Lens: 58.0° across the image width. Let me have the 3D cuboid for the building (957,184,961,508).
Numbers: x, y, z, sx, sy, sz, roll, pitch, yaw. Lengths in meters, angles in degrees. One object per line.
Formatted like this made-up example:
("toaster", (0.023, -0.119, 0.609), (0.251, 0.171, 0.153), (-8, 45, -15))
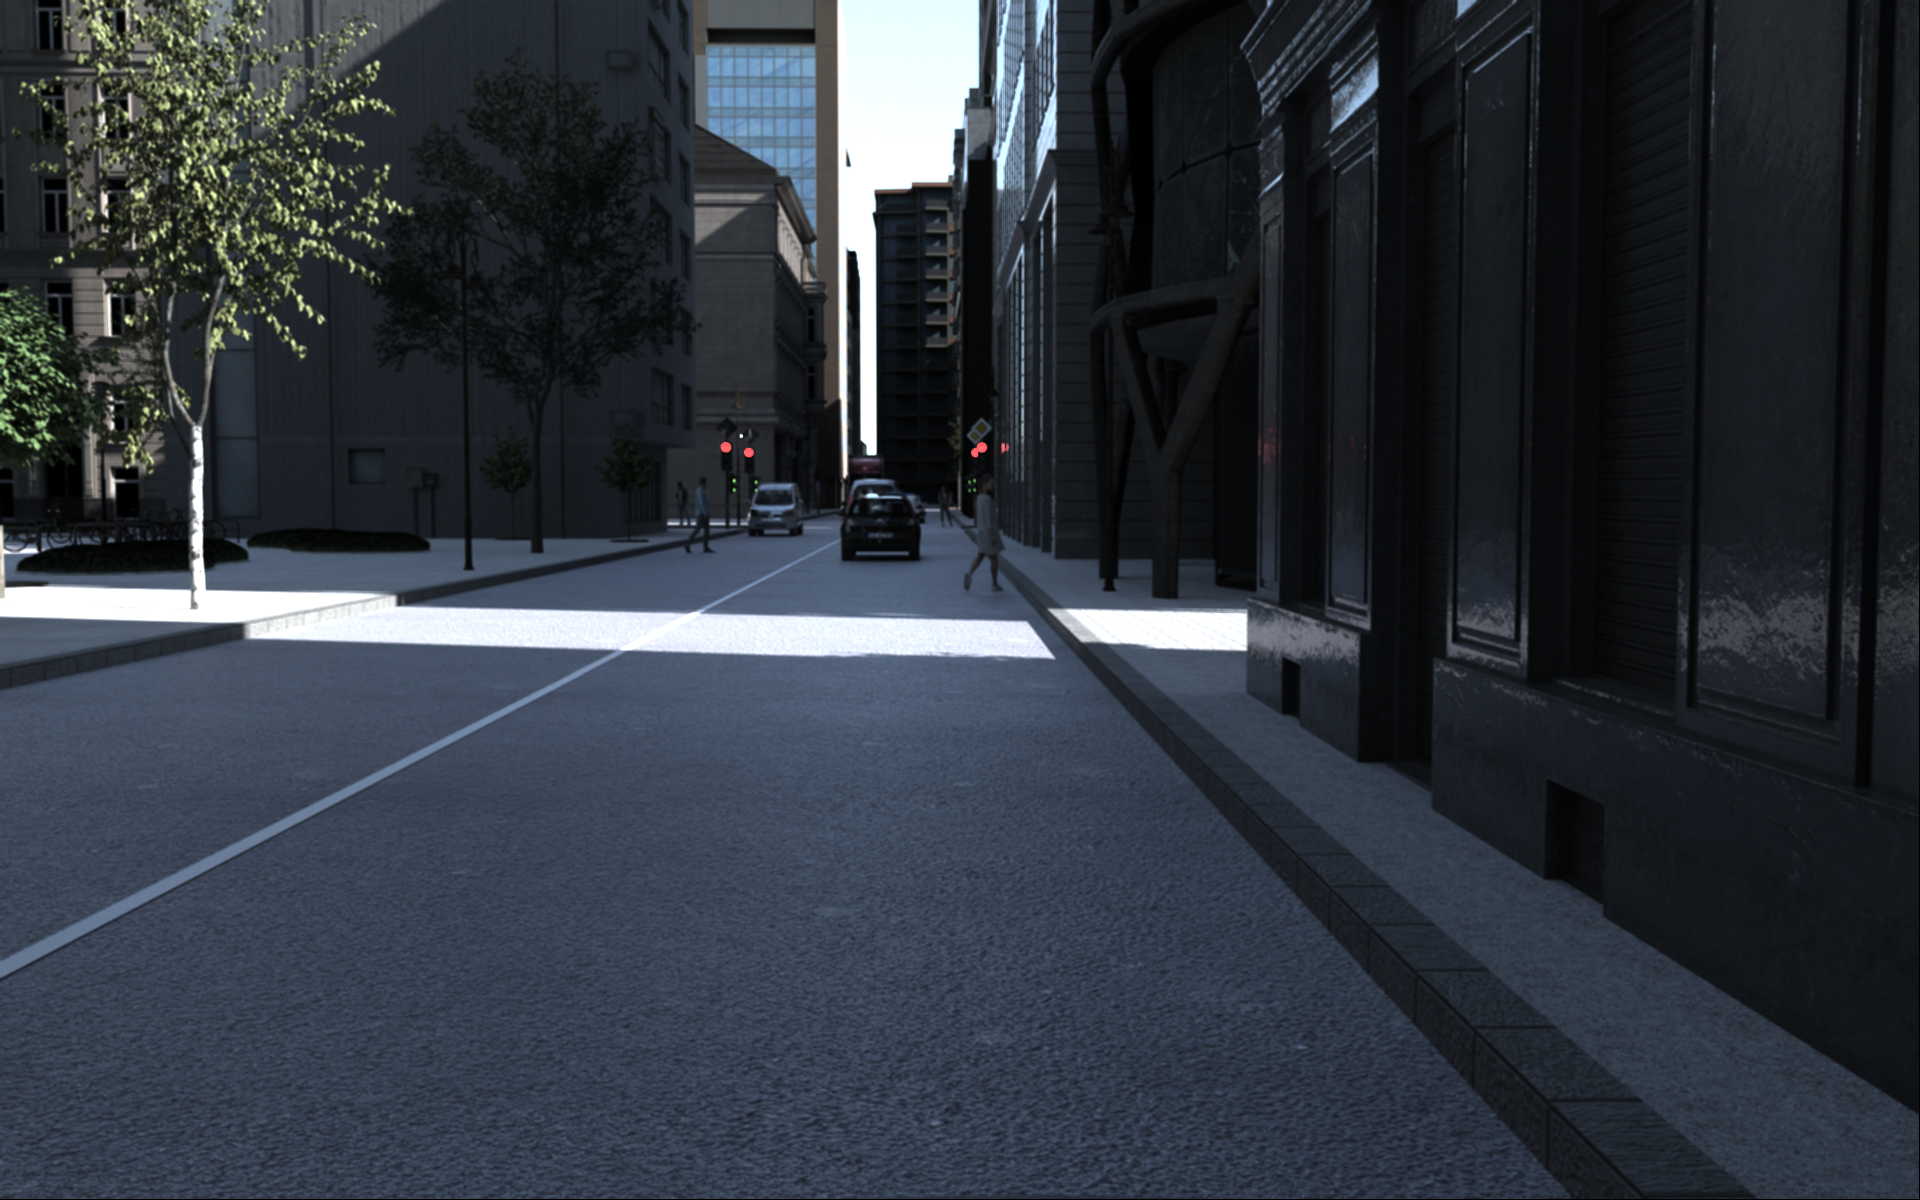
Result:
("building", (6.720, -23.998, 164.069), (14.160, 30.474, 14.107), (0, 4, -1))

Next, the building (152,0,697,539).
("building", (-16.033, -22.738, 55.365), (14.086, 41.232, 14.154), (0, 4, -1))

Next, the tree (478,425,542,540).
("tree", (-12.675, -3.299, 48.543), (1.663, 3.219, 1.824), (0, 3, 0))

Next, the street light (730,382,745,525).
("street light", (-9.194, -6.054, 71.773), (0.468, 5.910, 1.993), (0, 4, -1))

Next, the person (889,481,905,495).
("person", (-1.751, -2.413, 48.292), (0.601, 1.785, 0.444), (0, 4, -6))

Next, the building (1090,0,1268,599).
("building", (10.239, -9.633, 24.946), (16.820, 18.784, 16.811), (0, 4, -1))

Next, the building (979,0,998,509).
("building", (23.173, -18.505, 78.970), (44.131, 29.872, 17.030), (0, 4, -1))

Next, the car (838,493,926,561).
("car", (-1.754, -1.771, 38.741), (2.009, 1.686, 4.222), (0, 4, -2))

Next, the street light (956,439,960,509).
("street light", (-0.202, -10.607, 146.216), (0.468, 5.910, 1.993), (0, 4, -1))

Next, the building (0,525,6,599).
("building", (-25.270, -9.839, 5.913), (27.650, 21.520, 28.899), (0, 4, -1))

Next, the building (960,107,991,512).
("building", (6.227, -18.233, 116.129), (12.078, 24.808, 19.932), (0, 4, -1))

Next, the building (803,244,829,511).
("building", (-17.131, -18.941, 128.771), (14.460, 24.649, 34.723), (0, 4, -1))

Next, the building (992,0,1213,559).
("building", (6.986, -16.543, 47.973), (11.434, 29.767, 29.804), (0, 4, -1))

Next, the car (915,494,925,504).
("car", (-4.800, -10.786, 188.351), (2.014, 1.417, 4.499), (0, 4, 1))

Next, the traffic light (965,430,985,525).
("traffic light", (0.631, -5.046, 71.424), (0.839, 4.253, 0.868), (0, 4, -1))

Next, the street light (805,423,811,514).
("street light", (-9.871, -8.537, 112.360), (0.468, 5.910, 1.993), (0, 4, -1))

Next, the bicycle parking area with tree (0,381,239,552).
("bicycle parking area with tree", (-21.991, -3.347, 41.734), (9.016, 4.147, 8.231), (1, 4, 11))

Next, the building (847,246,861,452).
("building", (-18.836, -26.029, 197.276), (14.160, 30.474, 14.107), (0, 4, -1))

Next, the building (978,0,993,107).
("building", (10.194, -45.399, 180.520), (20.563, 71.187, 20.611), (0, 4, -1))

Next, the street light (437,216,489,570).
("street light", (-8.307, -3.445, 29.110), (0.468, 5.910, 1.993), (0, 4, -1))

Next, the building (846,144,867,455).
("building", (-27.371, -40.038, 243.859), (27.495, 52.752, 28.713), (0, 4, -1))

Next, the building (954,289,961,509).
("building", (4.901, -16.667, 137.127), (10.561, 19.102, 19.286), (0, 4, -1))

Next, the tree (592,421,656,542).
("tree", (-9.010, -3.167, 46.374), (1.663, 3.219, 1.824), (0, 3, 0))

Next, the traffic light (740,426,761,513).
("traffic light", (-8.629, -5.035, 71.246), (0.839, 4.253, 0.868), (0, 4, -1))

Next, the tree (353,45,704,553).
("tree", (-9.361, -6.284, 37.152), (8.767, 10.594, 7.601), (1, 4, 19))

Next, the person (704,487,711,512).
("person", (-10.394, -3.875, 70.396), (0.512, 1.701, 0.522), (2, 4, 27))

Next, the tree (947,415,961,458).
("tree", (0.982, -12.220, 150.165), (4.737, 8.622, 4.395), (0, 3, 0))

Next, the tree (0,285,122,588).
("tree", (-13.607, -2.468, 24.070), (4.285, 4.588, 4.351), (0, 3, 0))

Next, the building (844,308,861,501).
("building", (-24.494, -20.220, 175.634), (27.650, 21.520, 28.899), (0, 4, -1))

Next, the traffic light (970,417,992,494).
("traffic light", (0.771, -4.558, 63.440), (0.839, 4.253, 0.868), (0, 4, -1))

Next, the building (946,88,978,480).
("building", (10.299, -35.929, 207.046), (23.786, 49.044, 30.456), (0, 4, -1))

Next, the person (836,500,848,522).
("person", (-5.574, -4.399, 85.929), (1.012, 1.151, 0.738), (2, 4, 27))

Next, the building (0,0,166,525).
("building", (-36.780, -17.025, 75.626), (25.104, 27.353, 12.463), (0, 4, -1))

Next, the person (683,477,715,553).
("person", (-6.341, -2.067, 42.163), (0.748, 1.841, 0.638), (0, 4, 6))

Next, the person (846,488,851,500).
("person", (-6.279, -5.458, 98.080), (0.374, 1.781, 0.599), (1, 4, 19))

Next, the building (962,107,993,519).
("building", (6.449, -16.413, 98.027), (12.332, 23.373, 15.834), (0, 4, -1))

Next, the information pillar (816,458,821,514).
("information pillar", (-9.269, -7.447, 113.111), (0.183, 3.616, 0.504), (1, 4, 10))

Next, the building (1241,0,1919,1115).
("building", (6.689, -9.332, 1.722), (9.793, 20.994, 18.267), (0, 4, -1))

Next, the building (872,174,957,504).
("building", (0.885, -35.809, 240.094), (28.867, 44.769, 22.147), (0, 4, -1))

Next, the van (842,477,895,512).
("van", (-2.469, -2.668, 50.638), (2.013, 2.044, 4.112), (0, 4, -2))

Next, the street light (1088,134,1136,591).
("street light", (1.976, -3.056, 22.760), (0.468, 5.910, 1.993), (0, 4, -1))

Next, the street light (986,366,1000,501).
("street light", (1.199, -5.494, 62.619), (0.468, 5.910, 1.993), (0, 4, -1))

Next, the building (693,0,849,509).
("building", (-17.262, -30.766, 153.138), (14.600, 45.320, 14.200), (0, 4, -1))

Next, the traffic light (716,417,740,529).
("traffic light", (-8.488, -4.547, 63.262), (0.839, 4.253, 0.868), (0, 4, -1))

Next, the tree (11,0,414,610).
("tree", (-8.443, -4.214, 19.267), (4.737, 8.622, 4.395), (0, 3, 0))

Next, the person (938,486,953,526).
("person", (-0.634, -4.144, 76.530), (0.520, 1.790, 0.573), (-3, 5, -43))

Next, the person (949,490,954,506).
("person", (-0.952, -11.319, 191.769), (0.621, 1.740, 0.551), (-1, 4, -21))

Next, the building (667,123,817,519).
("building", (-14.104, -14.709, 91.404), (10.553, 20.767, 40.483), (0, 4, -1))

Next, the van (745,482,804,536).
("van", (-6.406, -3.263, 60.362), (2.013, 2.044, 4.112), (0, 4, -1))

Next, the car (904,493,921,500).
("car", (-3.606, -6.548, 116.652), (1.945, 1.707, 3.694), (0, 4, 0))

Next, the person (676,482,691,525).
("person", (-11.389, -3.956, 71.073), (0.623, 1.781, 0.721), (1, 4, 20))

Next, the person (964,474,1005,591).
("person", (0.377, -0.992, 25.465), (0.466, 1.731, 0.760), (3, 4, 38))

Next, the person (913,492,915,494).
("person", (-5.408, -12.115, 207.282), (0.721, 1.736, 1.217), (2, 4, 35))

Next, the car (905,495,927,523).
("car", (-2.680, -4.535, 86.507), (2.083, 1.381, 4.827), (0, 4, -1))

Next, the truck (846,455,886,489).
("truck", (-6.770, -8.341, 125.283), (2.839, 4.237, 11.283), (0, 4, -3))
